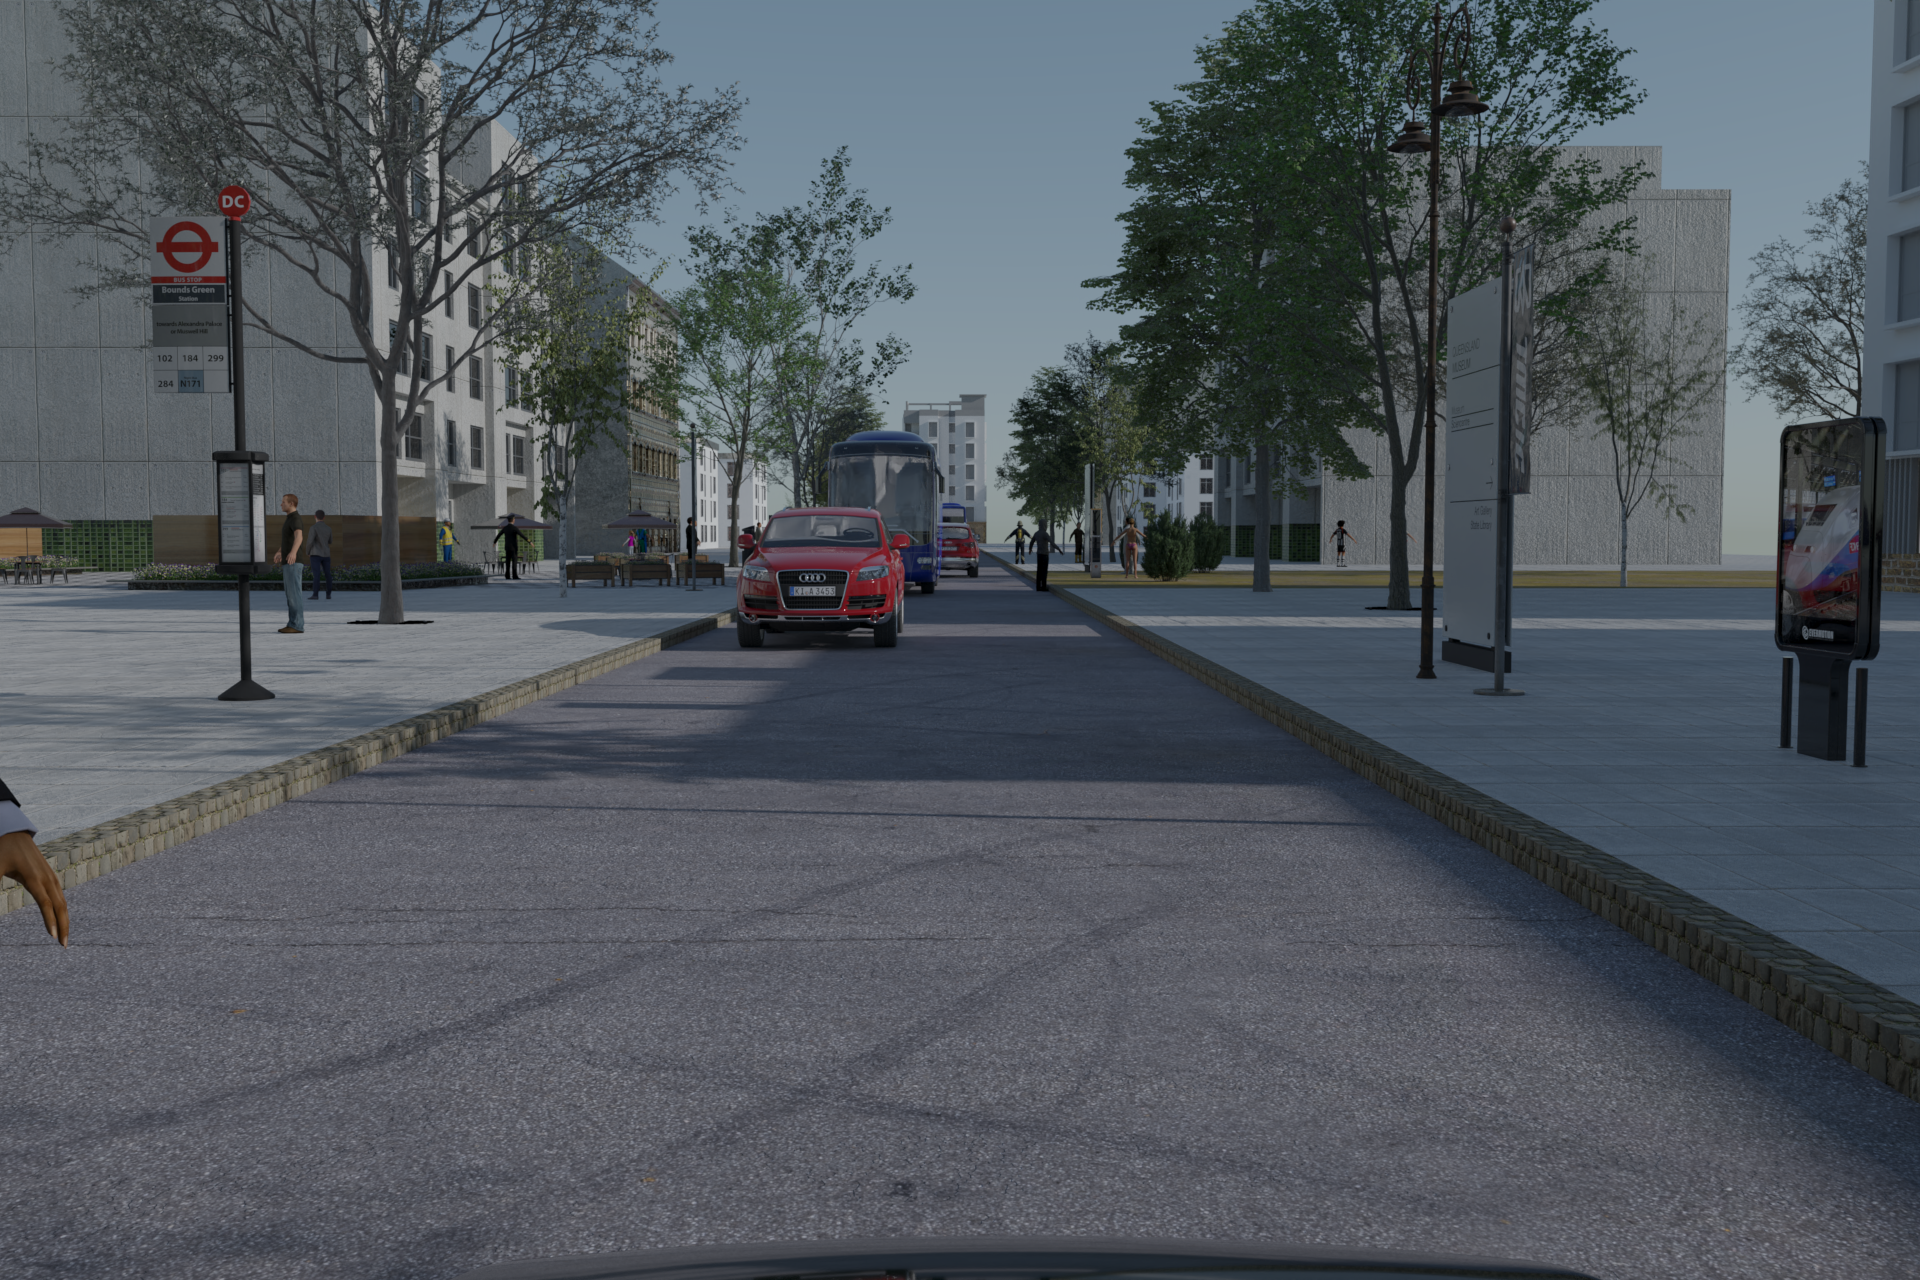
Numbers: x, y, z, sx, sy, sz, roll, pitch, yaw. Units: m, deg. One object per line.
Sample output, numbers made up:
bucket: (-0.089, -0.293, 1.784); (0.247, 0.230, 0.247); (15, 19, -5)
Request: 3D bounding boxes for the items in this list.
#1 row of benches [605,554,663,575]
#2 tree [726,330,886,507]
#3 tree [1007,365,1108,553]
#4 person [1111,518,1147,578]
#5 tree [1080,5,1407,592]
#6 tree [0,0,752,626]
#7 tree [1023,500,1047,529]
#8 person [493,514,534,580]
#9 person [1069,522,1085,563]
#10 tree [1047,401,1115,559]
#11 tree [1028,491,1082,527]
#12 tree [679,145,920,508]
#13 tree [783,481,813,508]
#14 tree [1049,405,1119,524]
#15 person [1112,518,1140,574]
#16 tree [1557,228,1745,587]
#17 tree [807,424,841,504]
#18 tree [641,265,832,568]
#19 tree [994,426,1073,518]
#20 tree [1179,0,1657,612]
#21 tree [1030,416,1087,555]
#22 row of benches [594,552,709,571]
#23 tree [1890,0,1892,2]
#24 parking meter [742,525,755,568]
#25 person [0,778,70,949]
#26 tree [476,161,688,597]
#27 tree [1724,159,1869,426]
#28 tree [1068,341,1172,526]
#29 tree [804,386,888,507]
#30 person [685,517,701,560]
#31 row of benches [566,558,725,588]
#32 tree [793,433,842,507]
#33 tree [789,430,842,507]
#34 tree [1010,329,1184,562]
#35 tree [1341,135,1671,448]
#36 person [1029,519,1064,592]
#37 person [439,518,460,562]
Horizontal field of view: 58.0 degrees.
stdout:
row of benches: (-9.961, -2.296, 53.010); (1.422, 0.672, 4.104); (-2, 4, -28)
tree: (-8.926, -11.885, 104.693); (12.009, 13.543, 11.850); (0, 3, 0)
tree: (6.581, -12.144, 116.684); (7.486, 12.596, 7.792); (0, 3, 0)
person: (4.983, -2.661, 50.305); (1.217, 1.733, 0.721); (0, 4, 8)
tree: (6.333, -7.331, 37.990); (7.486, 12.596, 7.792); (0, 3, 0)
tree: (-8.098, -6.978, 24.465); (12.009, 13.543, 11.850); (0, 3, 0)
tree: (10.884, -17.605, 238.196); (4.737, 8.622, 4.395); (0, 3, 0)
person: (-12.612, -2.619, 48.752); (1.347, 1.837, 0.705); (1, 4, 20)
person: (5.283, -4.319, 76.750); (1.346, 1.812, 0.704); (-3, 5, -40)
tree: (6.223, -8.586, 90.739); (4.737, 8.622, 4.395); (0, 3, 0)
tree: (12.799, -19.150, 231.223); (7.486, 12.596, 7.792); (0, 3, 0)
tree: (-7.919, -14.072, 85.965); (12.611, 20.169, 13.585); (0, 3, 0)
tree: (-21.095, -17.257, 232.518); (4.360, 8.622, 3.978); (0, 3, 0)
tree: (6.708, -9.141, 99.818); (4.360, 8.622, 3.978); (0, 3, 0)
person: (5.395, -3.025, 55.646); (1.347, 1.806, 0.705); (-3, 5, -44)
tree: (16.213, -5.625, 42.326); (4.360, 8.622, 3.978); (0, 3, 0)
tree: (-8.351, -10.019, 114.167); (4.737, 8.622, 4.395); (0, 3, 0)
tree: (-8.519, -8.585, 66.121); (9.928, 11.665, 9.643); (0, 3, 0)
tree: (6.291, -12.016, 130.880); (8.767, 10.594, 7.601); (1, 4, 19)
tree: (7.527, -6.318, 29.054); (9.928, 11.665, 9.643); (0, 3, 0)
tree: (6.499, -9.650, 108.138); (4.360, 8.622, 3.978); (0, 3, 0)
row of benches: (-10.793, -2.733, 60.151); (4.104, 0.672, 1.422); (-2, 4, -26)
tree: (7.285, -3.654, 10.110); (4.737, 8.622, 4.395); (0, 3, 0)
parking meter: (-5.967, -2.475, 48.871); (0.372, 1.533, 0.369); (0, 3, 0)
person: (-1.728, 0.433, 2.093); (1.216, 1.740, 0.721); (-1, 4, -13)
tree: (-7.896, -5.181, 35.076); (4.737, 8.622, 4.395); (0, 3, 0)
tree: (29.103, -8.850, 55.073); (12.009, 13.543, 11.850); (0, 3, 0)
tree: (6.236, -7.033, 65.347); (4.737, 8.622, 4.395); (0, 3, 0)
tree: (-8.255, -13.052, 131.534); (7.486, 12.596, 7.792); (0, 3, 0)
person: (-8.171, -2.854, 52.845); (0.705, 1.806, 1.347); (-1, 4, -21)
row of benches: (-7.825, -1.664, 42.665); (4.104, 0.672, 1.422); (-2, 4, -31)
tree: (-9.365, -10.358, 119.719); (4.737, 8.622, 4.395); (0, 3, 0)
tree: (-9.579, -12.761, 143.049); (8.767, 10.594, 7.601); (-2, 4, -26)
tree: (6.764, -8.833, 78.831); (8.767, 10.594, 7.601); (-3, 4, -39)
tree: (16.218, -8.732, 53.140); (12.009, 13.543, 11.850); (0, 3, 0)
person: (2.084, -2.116, 43.184); (0.705, 1.813, 1.348); (-2, 4, -35)
person: (-17.535, -3.263, 59.325); (0.705, 1.833, 1.349); (1, 4, 11)
